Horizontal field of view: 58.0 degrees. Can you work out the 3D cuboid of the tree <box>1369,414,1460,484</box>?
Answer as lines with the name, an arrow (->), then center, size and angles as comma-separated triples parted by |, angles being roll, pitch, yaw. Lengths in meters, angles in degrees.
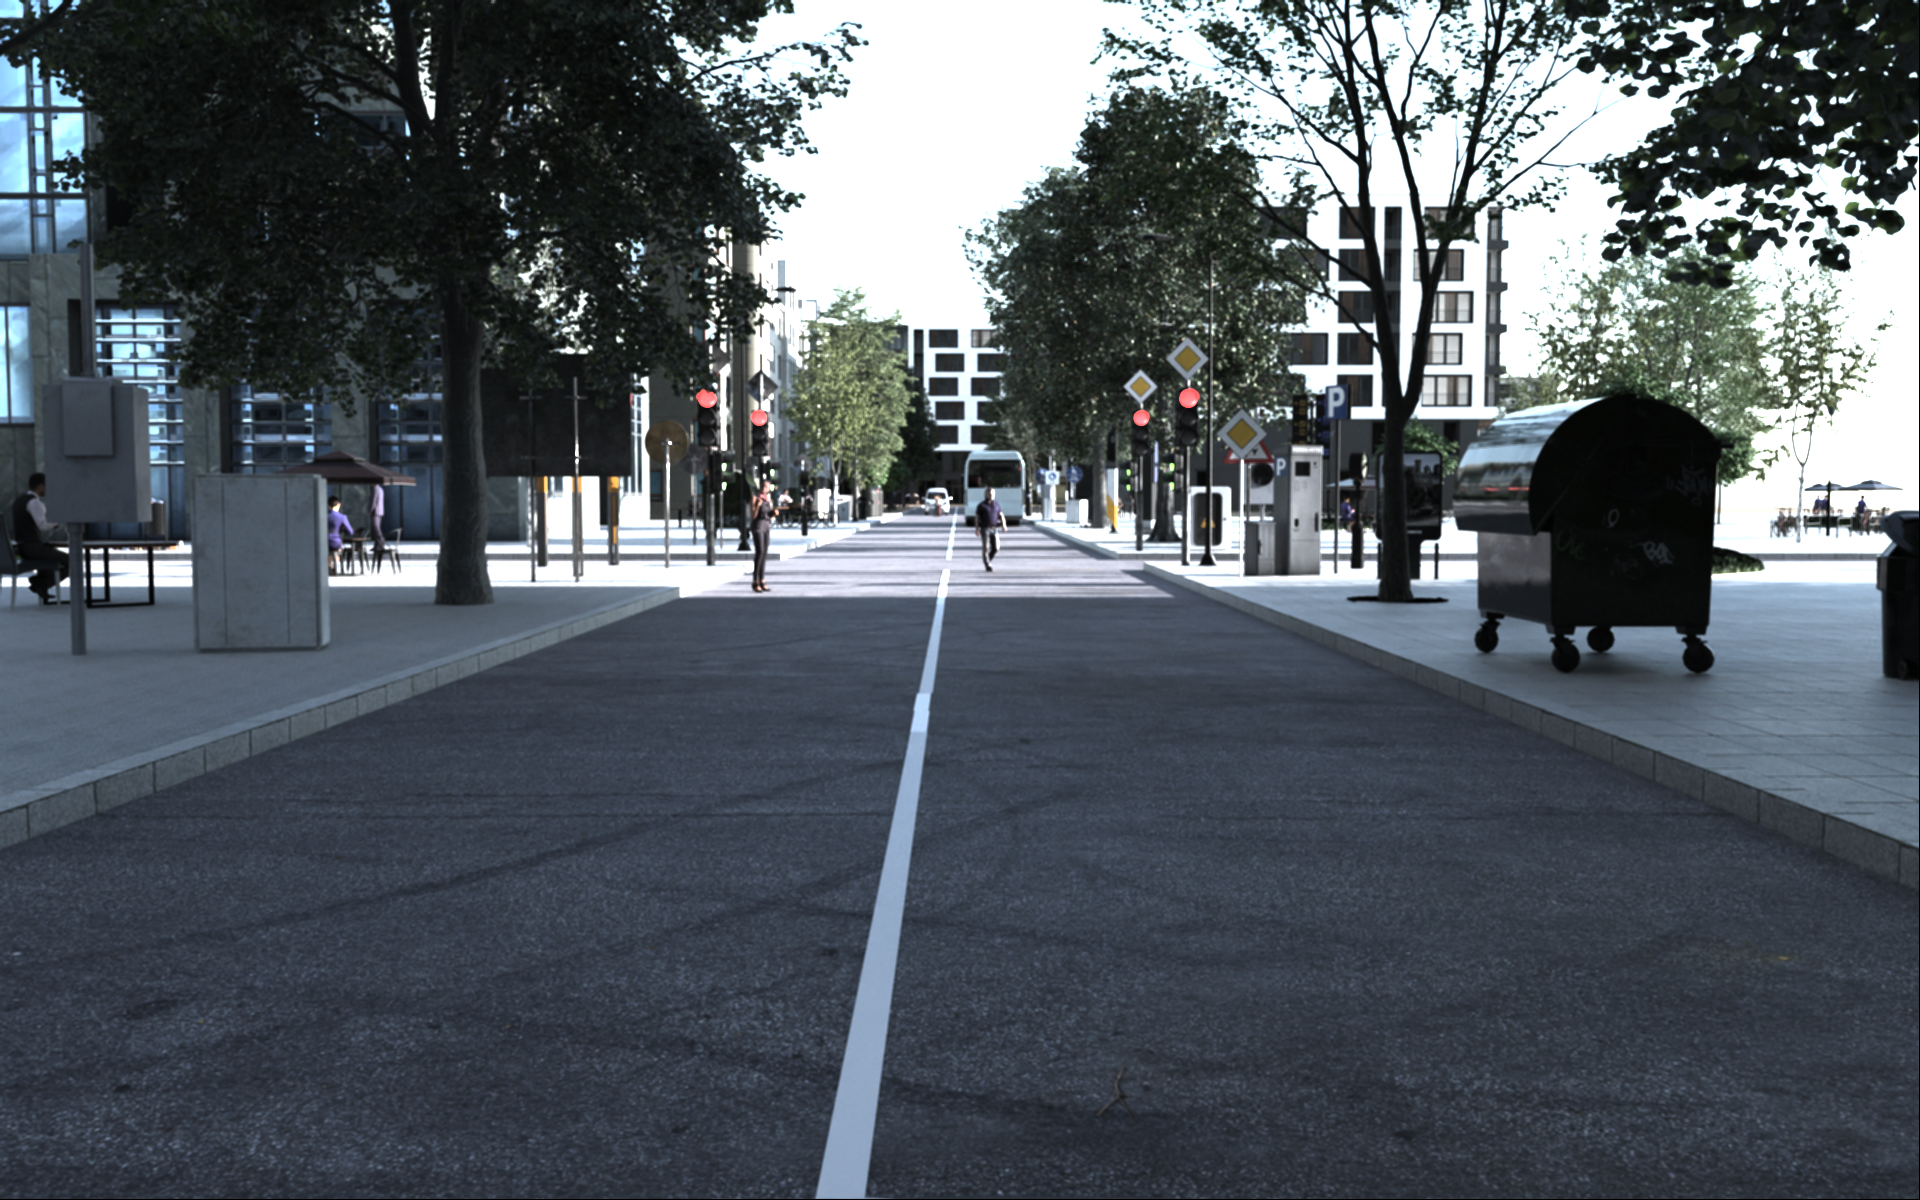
tree -> 18.060, -5.226, 69.151 | 4.285, 4.588, 4.351 | 0, 3, 0

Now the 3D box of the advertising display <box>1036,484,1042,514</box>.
advertising display -> 5.319, -6.379, 109.507 | 0.974, 1.923, 0.123 | 0, 4, -2

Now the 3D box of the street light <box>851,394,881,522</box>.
street light -> -4.345, -6.595, 80.377 | 1.470, 5.913, 1.316 | 0, 3, 0

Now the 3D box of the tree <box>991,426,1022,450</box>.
tree -> 4.703, -13.666, 173.801 | 4.737, 8.622, 4.395 | 0, 3, 0

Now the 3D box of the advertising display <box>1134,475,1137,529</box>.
advertising display -> 6.168, -3.166, 56.984 | 0.974, 1.923, 0.123 | 2, 4, 35

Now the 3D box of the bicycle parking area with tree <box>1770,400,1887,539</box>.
bicycle parking area with tree -> 24.504, -4.116, 54.294 | 9.016, 4.147, 8.231 | -3, 4, -38

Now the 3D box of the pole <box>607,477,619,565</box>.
pole -> -6.255, -2.284, 31.188 | 0.158, 3.312, 0.155 | 0, 3, 0

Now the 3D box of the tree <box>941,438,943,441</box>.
tree -> -5.678, -14.969, 162.871 | 7.486, 12.596, 7.792 | 0, 3, 0

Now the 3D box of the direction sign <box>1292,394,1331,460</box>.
direction sign -> 7.993, -2.901, 39.432 | 0.876, 3.537, 0.379 | 2, 4, 23

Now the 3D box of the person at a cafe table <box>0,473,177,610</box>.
person at a cafe table -> -10.162, -0.688, 19.757 | 1.698, 1.524, 1.622 | 3, 4, 37

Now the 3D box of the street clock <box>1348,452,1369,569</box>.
street clock -> 6.837, -1.539, 29.735 | 0.358, 2.002, 0.471 | 2, 4, 28

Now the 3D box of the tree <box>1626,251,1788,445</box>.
tree -> 34.504, -9.929, 80.461 | 7.486, 12.596, 7.792 | 0, 3, 0

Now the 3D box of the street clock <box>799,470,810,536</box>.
street clock -> -4.753, -2.957, 52.915 | 0.358, 2.002, 0.471 | 0, 4, -7

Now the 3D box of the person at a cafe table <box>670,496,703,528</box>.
person at a cafe table -> -10.236, -3.412, 66.641 | 1.698, 1.238, 1.726 | 0, 4, -6

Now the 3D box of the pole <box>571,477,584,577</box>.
pole -> -5.958, -2.023, 26.915 | 0.158, 3.312, 0.155 | 0, 3, 0

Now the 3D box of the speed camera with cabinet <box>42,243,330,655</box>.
speed camera with cabinet -> -6.276, -1.210, 14.119 | 2.038, 3.252, 0.660 | -1, 4, -13

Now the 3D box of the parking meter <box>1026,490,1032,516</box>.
parking meter -> 3.953, -5.565, 99.396 | 0.372, 1.533, 0.369 | 0, 3, 0

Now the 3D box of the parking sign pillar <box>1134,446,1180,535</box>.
parking sign pillar -> 6.247, -4.055, 54.768 | 1.447, 3.967, 1.447 | 3, 5, 39

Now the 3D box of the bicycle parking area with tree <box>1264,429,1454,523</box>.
bicycle parking area with tree -> 18.127, -5.584, 78.301 | 8.231, 4.147, 9.016 | -2, 4, -29

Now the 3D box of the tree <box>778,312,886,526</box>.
tree -> -5.153, -7.326, 70.144 | 4.737, 8.622, 4.395 | 0, 3, 0

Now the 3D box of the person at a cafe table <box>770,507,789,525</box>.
person at a cafe table -> -8.342, -3.761, 72.357 | 1.698, 1.238, 1.726 | -3, 5, -43

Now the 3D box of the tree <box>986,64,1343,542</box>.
tree -> 5.425, -7.910, 46.338 | 9.611, 12.733, 9.660 | 0, 3, 0

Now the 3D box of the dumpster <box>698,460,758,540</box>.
dumpster -> -6.482, -2.812, 48.465 | 1.502, 2.255, 1.985 | 0, 3, 0

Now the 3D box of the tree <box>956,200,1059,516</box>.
tree -> 6.480, -14.885, 99.259 | 12.611, 20.169, 13.585 | 0, 3, 0

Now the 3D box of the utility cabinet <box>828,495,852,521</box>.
utility cabinet -> -5.756, -4.346, 82.216 | 1.020, 1.237, 0.306 | -2, 4, -34

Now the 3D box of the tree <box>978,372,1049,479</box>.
tree -> 5.039, -14.592, 156.712 | 7.486, 12.596, 7.792 | 0, 3, 0

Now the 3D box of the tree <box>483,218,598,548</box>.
tree -> -10.334, -5.568, 41.401 | 4.360, 8.622, 3.978 | 0, 3, 0

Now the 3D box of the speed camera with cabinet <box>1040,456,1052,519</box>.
speed camera with cabinet -> 4.579, -5.925, 91.211 | 0.660, 3.252, 2.038 | 0, 4, 6

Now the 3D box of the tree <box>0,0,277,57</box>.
tree -> -5.202, -5.023, 7.874 | 9.928, 11.665, 9.643 | 0, 3, 0

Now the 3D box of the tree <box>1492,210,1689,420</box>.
tree -> 16.846, -5.842, 45.880 | 4.737, 8.622, 4.395 | 0, 3, 0

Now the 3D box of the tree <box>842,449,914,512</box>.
tree -> -5.877, -7.661, 108.968 | 4.285, 4.588, 4.351 | 0, 3, 0

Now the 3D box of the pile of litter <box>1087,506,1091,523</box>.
pile of litter -> 5.754, -3.837, 76.698 | 1.176, 0.858, 1.719 | -3, 4, -36

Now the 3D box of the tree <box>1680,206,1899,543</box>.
tree -> 22.207, -5.816, 45.452 | 4.737, 8.622, 4.395 | 0, 3, 0

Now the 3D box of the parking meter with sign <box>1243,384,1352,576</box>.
parking meter with sign -> 5.316, -1.904, 27.392 | 1.738, 3.016, 0.543 | -2, 4, -28

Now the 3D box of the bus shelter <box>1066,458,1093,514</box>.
bus shelter -> 6.138, -6.558, 84.851 | 2.179, 5.291, 8.768 | 0, 3, 0

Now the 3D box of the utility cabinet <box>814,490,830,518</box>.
utility cabinet -> -7.261, -5.049, 91.230 | 0.318, 1.500, 1.173 | 2, 4, 27

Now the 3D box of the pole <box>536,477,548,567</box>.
pole -> -7.357, -2.239, 30.452 | 0.158, 3.312, 0.155 | 0, 3, 0

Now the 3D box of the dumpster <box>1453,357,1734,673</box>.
dumpster -> 4.763, -0.653, 13.171 | 1.502, 2.255, 1.985 | 0, 3, 0

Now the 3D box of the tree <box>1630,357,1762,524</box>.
tree -> 16.132, -3.535, 41.507 | 4.285, 4.588, 4.351 | 0, 3, 0

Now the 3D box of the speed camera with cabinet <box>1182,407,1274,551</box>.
speed camera with cabinet -> 6.084, -2.740, 39.138 | 2.038, 3.252, 0.660 | 0, 4, -8

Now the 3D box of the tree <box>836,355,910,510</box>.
tree -> -5.725, -13.660, 140.344 | 9.611, 12.733, 9.660 | 0, 3, 0

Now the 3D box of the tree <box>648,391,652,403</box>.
tree -> -16.323, -7.921, 79.868 | 4.360, 8.622, 3.978 | 0, 3, 0

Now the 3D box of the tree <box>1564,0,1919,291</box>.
tree -> 5.539, -6.087, 6.180 | 9.857, 13.997, 8.962 | 0, 3, 0

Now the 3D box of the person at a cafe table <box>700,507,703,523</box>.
person at a cafe table -> -11.053, -4.223, 77.559 | 1.698, 1.524, 1.622 | -1, 4, -19

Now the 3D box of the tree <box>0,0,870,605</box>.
tree -> -5.932, -6.926, 19.898 | 9.857, 13.997, 8.962 | 0, 3, 0

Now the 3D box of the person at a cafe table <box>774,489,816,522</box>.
person at a cafe table -> -7.841, -4.382, 80.155 | 1.622, 1.524, 1.698 | 2, 4, 34

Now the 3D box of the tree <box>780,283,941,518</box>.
tree -> -5.871, -10.753, 93.943 | 7.486, 12.596, 7.792 | 0, 3, 0

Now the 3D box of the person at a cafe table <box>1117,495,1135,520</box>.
person at a cafe table -> 9.069, -4.948, 91.766 | 1.698, 1.238, 1.726 | 1, 4, 15

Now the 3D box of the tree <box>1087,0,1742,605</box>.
tree -> 5.302, -5.792, 20.460 | 9.928, 11.665, 9.643 | 0, 3, 0

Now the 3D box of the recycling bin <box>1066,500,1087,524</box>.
recycling bin -> 5.007, -3.782, 74.382 | 0.722, 1.027, 0.722 | 2, 4, 29

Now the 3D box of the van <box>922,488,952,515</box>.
van -> -1.584, -6.792, 118.062 | 2.013, 2.044, 4.112 | 0, 4, 0

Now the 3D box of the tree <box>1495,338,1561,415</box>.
tree -> 27.335, -8.085, 82.559 | 4.360, 8.622, 3.978 | 0, 3, 0

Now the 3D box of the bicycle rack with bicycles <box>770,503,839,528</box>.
bicycle rack with bicycles -> -6.139, -3.216, 65.958 | 2.925, 0.926, 2.852 | 0, 4, 0

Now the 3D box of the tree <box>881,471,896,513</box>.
tree -> -5.413, -7.636, 119.445 | 1.663, 3.219, 1.824 | 0, 3, 0

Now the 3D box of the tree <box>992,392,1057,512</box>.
tree -> 4.353, -9.896, 112.159 | 4.360, 8.622, 3.978 | 0, 3, 0

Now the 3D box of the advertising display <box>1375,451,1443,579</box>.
advertising display -> 6.742, -1.274, 26.040 | 0.974, 1.923, 0.123 | 0, 4, 4

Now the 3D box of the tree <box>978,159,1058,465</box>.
tree -> 5.257, -9.626, 64.034 | 9.857, 13.997, 8.962 | 0, 3, 0

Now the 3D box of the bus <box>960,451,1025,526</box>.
bus -> 1.482, -5.256, 80.797 | 2.948, 3.499, 13.247 | 0, 3, 0
